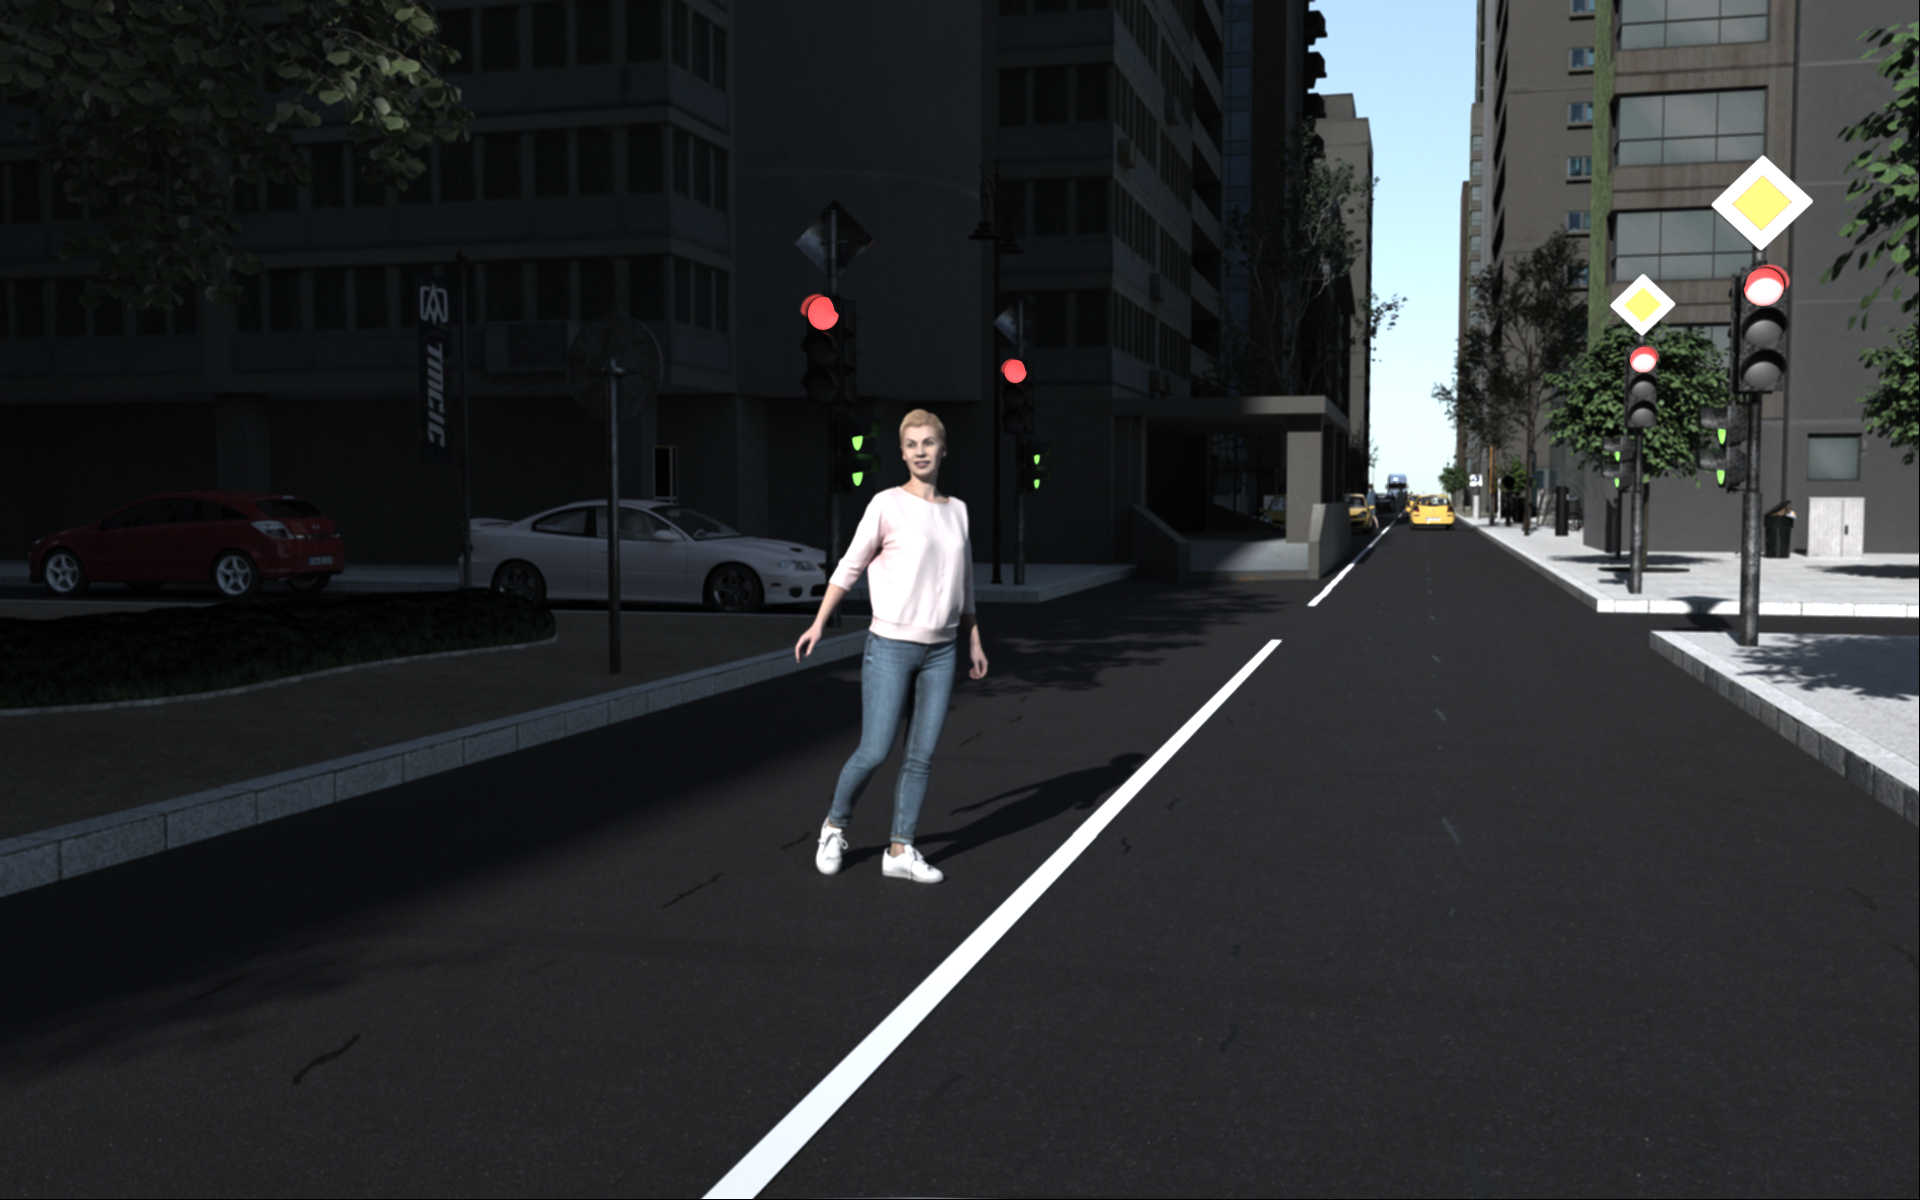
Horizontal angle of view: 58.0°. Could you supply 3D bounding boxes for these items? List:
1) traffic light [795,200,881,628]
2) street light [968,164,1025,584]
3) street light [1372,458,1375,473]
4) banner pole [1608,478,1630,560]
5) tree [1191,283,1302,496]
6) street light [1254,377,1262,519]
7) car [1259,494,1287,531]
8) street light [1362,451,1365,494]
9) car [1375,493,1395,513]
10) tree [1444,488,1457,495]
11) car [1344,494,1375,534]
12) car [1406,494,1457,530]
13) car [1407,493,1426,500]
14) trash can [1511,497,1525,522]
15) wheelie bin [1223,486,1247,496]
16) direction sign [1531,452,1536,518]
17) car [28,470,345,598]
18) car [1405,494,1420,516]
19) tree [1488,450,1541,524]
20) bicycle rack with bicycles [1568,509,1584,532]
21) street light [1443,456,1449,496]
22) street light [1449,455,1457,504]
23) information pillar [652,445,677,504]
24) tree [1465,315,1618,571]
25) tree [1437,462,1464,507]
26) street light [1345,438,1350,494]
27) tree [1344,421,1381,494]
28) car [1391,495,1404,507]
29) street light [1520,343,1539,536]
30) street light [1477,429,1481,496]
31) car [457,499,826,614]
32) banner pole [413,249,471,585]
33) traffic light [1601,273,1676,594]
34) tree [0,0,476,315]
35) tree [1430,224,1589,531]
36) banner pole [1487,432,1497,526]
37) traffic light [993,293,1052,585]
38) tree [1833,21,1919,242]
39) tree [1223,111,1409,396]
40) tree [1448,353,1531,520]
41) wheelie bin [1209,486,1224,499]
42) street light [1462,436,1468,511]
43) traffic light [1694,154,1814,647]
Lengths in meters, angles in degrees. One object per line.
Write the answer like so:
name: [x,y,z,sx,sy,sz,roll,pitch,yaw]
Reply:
traffic light: [-1.203,-1.692,16.578,0.839,4.253,0.868,1,4,15]
street light: [0.526,-3.173,24.662,0.468,5.910,1.993,1,4,15]
street light: [52.378,-15.095,219.594,0.468,5.910,1.993,1,4,15]
banner pole: [12.940,-2.698,34.134,0.401,3.779,0.863,0,4,1]
tree: [10.051,-6.793,61.427,4.737,8.622,4.395,0,3,0]
street light: [11.223,-5.645,65.076,0.468,5.910,1.993,1,4,15]
car: [10.102,-2.574,52.305,2.015,1.641,3.980,1,4,16]
street light: [41.706,-12.626,179.229,0.468,5.910,1.993,1,4,15]
car: [32.578,-7.645,134.029,2.155,1.783,4.494,1,4,14]
tree: [56.300,-12.482,198.682,1.663,3.219,1.824,0,3,0]
car: [14.209,-3.260,63.530,2.015,1.641,3.980,1,4,16]
car: [19.060,-3.654,69.971,2.015,1.641,3.980,1,4,13]
car: [36.314,-7.779,136.776,1.945,1.707,3.694,1,4,13]
trash can: [25.414,-4.100,78.687,0.748,1.137,0.748,0,3,0]
wheelie bin: [13.567,-4.680,84.418,0.693,1.594,0.980,-3,5,-43]
direction sign: [30.830,-6.207,93.485,0.379,3.537,0.876,-1,4,-10]
car: [-11.012,-0.950,24.575,4.494,1.783,2.155,1,4,14]
car: [30.288,-6.355,114.130,2.015,1.641,3.980,1,4,16]
tree: [24.174,-4.931,75.222,1.663,3.219,1.824,0,3,0]
bicycle rack with bicycles: [22.199,-2.813,59.370,2.925,0.926,2.852,2,4,34]
street light: [58.492,-14.364,207.645,0.468,5.910,1.993,1,4,15]
street light: [47.934,-11.929,167.833,0.468,5.910,1.993,1,4,15]
information pillar: [-4.473,-1.333,26.292,0.304,2.012,0.304,0,4,6]
tree: [11.502,-2.761,28.856,4.285,4.588,4.351,0,3,0]
tree: [50.149,-11.747,175.770,4.285,4.588,4.351,0,3,0]
street light: [31.233,-10.229,140.028,0.468,5.910,1.993,1,4,15]
tree: [39.031,-13.430,169.940,4.360,8.622,3.978,0,3,0]
car: [49.978,-11.336,197.921,1.945,1.354,3.894,1,4,15]
street light: [17.506,-4.926,53.330,0.468,5.910,1.993,1,4,15]
street light: [28.328,-7.439,94.417,0.468,5.910,1.993,1,4,15]
car: [-3.814,-0.551,21.378,4.827,1.381,2.083,1,4,15]
banner pole: [-5.202,-1.687,17.604,0.401,3.779,0.863,2,4,29]
traffic light: [8.695,-2.037,22.231,0.839,4.253,0.868,1,4,15]
tree: [-5.097,-5.415,6.662,7.486,12.596,7.792,0,3,0]
tree: [19.906,-7.650,59.484,7.601,10.594,8.767,0,4,6]
banner pole: [21.646,-4.909,70.287,0.401,3.779,0.863,1,4,23]
traffic light: [0.851,-2.164,24.295,0.839,4.253,0.868,1,4,15]
tree: [5.737,-1.469,7.724,4.285,4.588,4.351,0,3,0]
tree: [16.322,-14.243,88.762,12.611,20.169,13.585,0,3,0]
tree: [26.644,-8.297,86.024,4.360,8.622,3.978,0,3,0]
wheelie bin: [14.349,-5.401,96.220,0.980,1.594,0.693,-2,4,-34]
street light: [37.123,-9.459,127.438,0.468,5.910,1.993,1,4,15]
traffic light: [6.640,-1.565,14.514,0.839,4.253,0.868,1,4,15]
